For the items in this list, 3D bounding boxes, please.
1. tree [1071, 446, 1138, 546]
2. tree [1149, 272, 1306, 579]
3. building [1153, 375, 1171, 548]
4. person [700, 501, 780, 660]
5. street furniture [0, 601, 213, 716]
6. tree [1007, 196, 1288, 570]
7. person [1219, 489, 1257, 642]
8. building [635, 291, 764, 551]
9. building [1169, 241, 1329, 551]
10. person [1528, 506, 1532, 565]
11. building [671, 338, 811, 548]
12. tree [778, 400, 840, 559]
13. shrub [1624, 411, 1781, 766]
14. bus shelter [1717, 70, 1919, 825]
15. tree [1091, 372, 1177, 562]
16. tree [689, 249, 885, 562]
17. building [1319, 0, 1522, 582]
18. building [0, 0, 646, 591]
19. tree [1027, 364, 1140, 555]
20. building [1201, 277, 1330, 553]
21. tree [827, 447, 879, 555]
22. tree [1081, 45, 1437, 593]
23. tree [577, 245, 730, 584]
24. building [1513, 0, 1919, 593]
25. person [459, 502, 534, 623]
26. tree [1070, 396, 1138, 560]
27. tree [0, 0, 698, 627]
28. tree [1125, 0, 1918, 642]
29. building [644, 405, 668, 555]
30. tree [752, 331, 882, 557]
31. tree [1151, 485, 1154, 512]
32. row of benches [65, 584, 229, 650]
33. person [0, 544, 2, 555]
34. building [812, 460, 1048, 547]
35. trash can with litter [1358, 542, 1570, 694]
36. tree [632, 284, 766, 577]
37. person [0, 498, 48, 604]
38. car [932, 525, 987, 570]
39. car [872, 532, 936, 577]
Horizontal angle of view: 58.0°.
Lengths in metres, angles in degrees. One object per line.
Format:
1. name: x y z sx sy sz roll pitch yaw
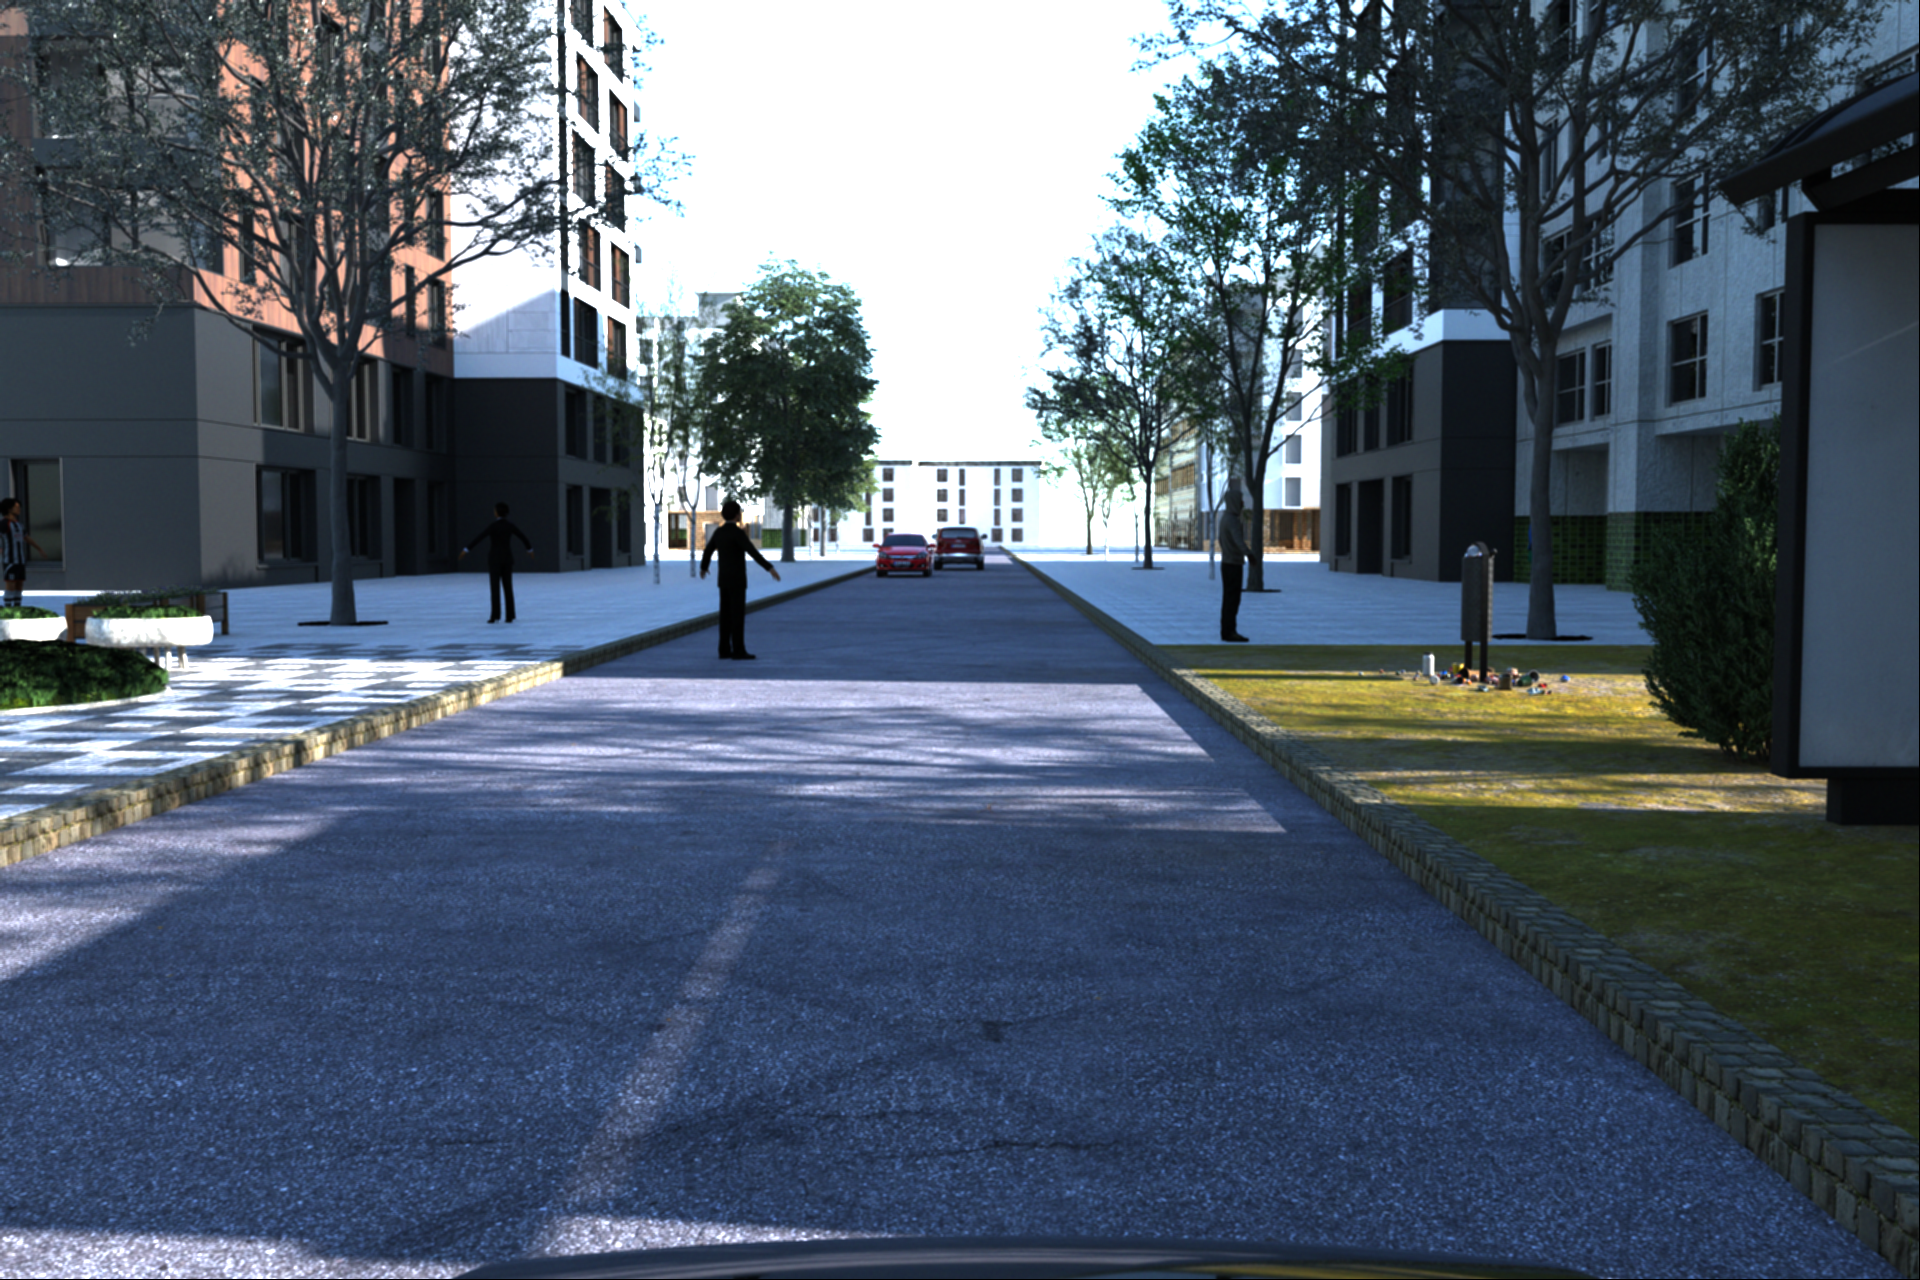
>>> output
1. tree: 15.965 -16.173 190.178 9.928 11.665 9.643 0 3 0
2. tree: 6.961 -6.032 48.979 4.360 8.622 3.978 0 3 0
3. building: 29.070 -20.646 168.483 19.493 23.208 18.063 0 4 1
4. person: -2.586 -0.686 19.857 1.347 1.806 0.705 3 5 42
5. street furniture: -11.306 0.102 13.966 10.072 0.657 5.734 0 4 -3
6. tree: 6.831 -9.337 63.024 12.009 13.543 11.850 0 3 0
7. person: 3.286 -0.892 20.717 0.705 1.813 1.348 0 4 -4
8. building: -22.104 -17.122 136.371 16.016 20.090 11.380 0 4 1
9. building: 27.190 -18.865 139.368 19.493 23.208 18.063 0 4 1
10. person: 9.106 -1.287 27.176 0.704 1.817 1.347 1 4 20
11. building: -24.376 -18.678 171.840 16.747 18.905 31.486 0 3 0
12. tree: -7.646 -8.490 89.172 4.737 8.622 4.395 0 3 0
13. shrub: 4.626 -0.328 9.790 1.690 2.028 1.600 0 3 0
14. bus shelter: 4.419 -0.683 5.092 2.014 3.302 5.546 0 4 0
15. tree: 8.105 -7.820 78.227 4.360 8.622 3.978 0 3 0
16. tree: -7.847 -10.561 79.324 9.857 13.997 8.962 0 3 0
17. building: 26.757 -13.318 61.722 27.936 21.610 32.646 0 4 0
18. building: -27.196 -12.890 54.720 27.936 21.610 32.646 0 4 1
19. tree: 7.933 -10.987 105.399 9.928 11.665 9.643 0 3 0
20. building: 23.073 -16.596 127.764 16.016 20.090 11.380 0 4 0
21. tree: -7.627 -9.442 104.732 4.360 8.622 3.978 0 3 0
22. tree: 6.529 -6.866 38.010 9.928 11.665 9.643 0 3 0
23. tree: -7.795 -5.739 44.190 4.360 8.622 3.978 0 3 0
24. building: 22.903 -9.978 29.598 16.747 18.905 31.486 0 4 1
25. person: -6.680 -1.121 25.054 0.721 1.740 1.216 3 5 44
26. tree: 7.233 -8.279 85.717 4.360 8.622 3.978 0 3 0
27. tree: -8.774 -6.958 24.136 12.009 13.543 11.850 0 3 0
28. tree: 7.030 -6.757 20.855 12.009 13.543 11.850 0 3 0
29. building: -24.685 -10.865 119.794 9.099 9.664 28.070 0 3 0
30. tree: -8.103 -10.960 97.321 7.486 12.596 7.792 0 3 0
31. tree: 24.158 -15.044 196.331 4.360 8.622 3.978 0 3 0
32. row of benches: -9.357 -0.281 20.064 1.422 0.672 4.104 -1 4 -8
33. person: -16.704 -1.439 29.797 0.705 1.796 1.348 -3 5 -43
34. building: -4.566 -15.381 196.083 28.070 9.664 9.099 1 4 9
35. trash can with litter: 4.434 -0.233 14.868 1.678 1.210 2.233 0 4 2
36. tree: -8.048 -6.177 51.359 4.360 8.622 3.978 0 3 0
37. person: -14.232 -1.220 26.091 0.704 1.843 1.345 0 4 3
38. car: -0.028 -3.778 70.451 2.281 1.827 5.304 0 4 1
39. car: -1.877 -3.056 58.999 2.155 1.783 4.494 0 4 1
